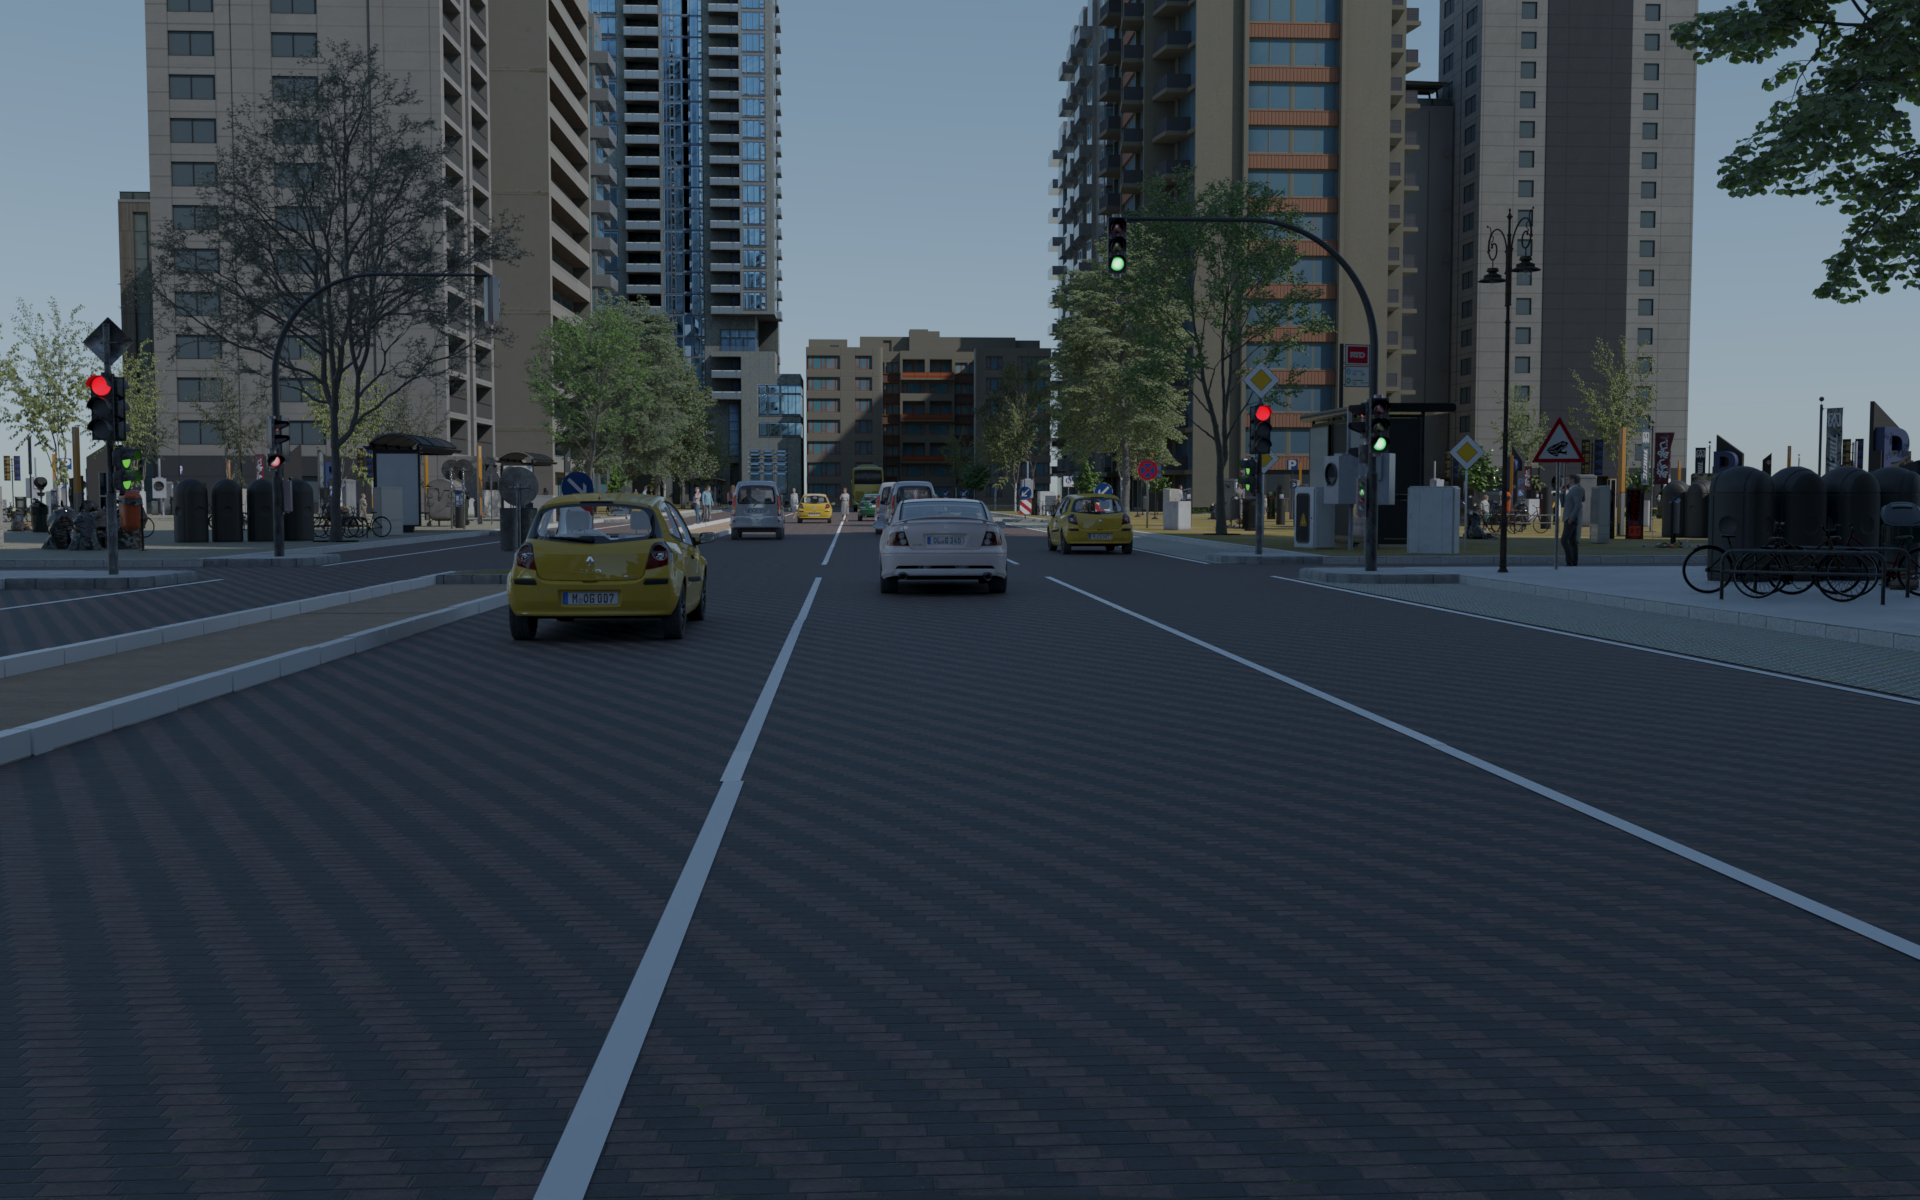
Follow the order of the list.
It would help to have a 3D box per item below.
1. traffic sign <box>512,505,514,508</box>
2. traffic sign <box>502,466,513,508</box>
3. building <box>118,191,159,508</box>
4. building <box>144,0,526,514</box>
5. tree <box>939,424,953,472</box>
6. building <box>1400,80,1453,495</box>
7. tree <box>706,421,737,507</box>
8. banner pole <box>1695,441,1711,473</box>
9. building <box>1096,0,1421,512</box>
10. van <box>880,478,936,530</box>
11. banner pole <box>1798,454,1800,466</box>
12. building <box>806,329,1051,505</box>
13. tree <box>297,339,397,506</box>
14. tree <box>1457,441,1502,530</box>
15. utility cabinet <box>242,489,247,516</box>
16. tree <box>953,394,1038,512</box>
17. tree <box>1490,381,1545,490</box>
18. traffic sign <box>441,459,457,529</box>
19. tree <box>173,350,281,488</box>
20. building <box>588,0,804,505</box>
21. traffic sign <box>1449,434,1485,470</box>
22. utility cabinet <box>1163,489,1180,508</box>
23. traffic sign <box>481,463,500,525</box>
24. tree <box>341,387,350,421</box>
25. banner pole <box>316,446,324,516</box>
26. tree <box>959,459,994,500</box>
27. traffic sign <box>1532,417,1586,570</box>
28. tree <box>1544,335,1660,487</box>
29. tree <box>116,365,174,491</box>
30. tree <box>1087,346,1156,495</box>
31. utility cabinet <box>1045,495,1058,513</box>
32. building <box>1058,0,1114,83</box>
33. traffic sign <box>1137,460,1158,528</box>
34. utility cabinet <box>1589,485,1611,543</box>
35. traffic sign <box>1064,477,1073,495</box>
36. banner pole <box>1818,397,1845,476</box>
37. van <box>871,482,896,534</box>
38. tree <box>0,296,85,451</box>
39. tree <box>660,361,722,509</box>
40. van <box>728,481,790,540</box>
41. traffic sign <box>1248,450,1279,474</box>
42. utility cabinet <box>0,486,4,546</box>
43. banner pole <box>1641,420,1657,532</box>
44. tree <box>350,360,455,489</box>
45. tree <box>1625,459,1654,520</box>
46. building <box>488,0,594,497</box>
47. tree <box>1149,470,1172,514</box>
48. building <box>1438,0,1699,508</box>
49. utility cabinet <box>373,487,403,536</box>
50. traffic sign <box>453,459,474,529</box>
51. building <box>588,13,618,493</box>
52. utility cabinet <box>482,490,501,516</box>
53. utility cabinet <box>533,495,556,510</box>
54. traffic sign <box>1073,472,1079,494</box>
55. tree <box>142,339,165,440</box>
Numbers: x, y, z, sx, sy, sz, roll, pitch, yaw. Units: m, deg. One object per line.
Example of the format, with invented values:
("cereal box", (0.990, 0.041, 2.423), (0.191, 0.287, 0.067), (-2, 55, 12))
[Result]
("traffic sign", (-20.929, -4.955, 81.116), (0.768, 2.556, 0.104), (0, 4, -1))
("traffic sign", (-20.444, -4.814, 78.808), (0.768, 2.556, 0.104), (0, 4, -1))
("building", (-71.281, -24.225, 167.786), (14.107, 30.474, 14.160), (0, 4, -3))
("building", (-41.499, -41.636, 119.001), (20.563, 71.187, 20.611), (0, 4, -3))
("tree", (-0.185, -14.234, 183.082), (4.737, 8.622, 4.395), (0, 3, 0))
("building", (40.152, -29.994, 174.002), (14.086, 41.232, 14.154), (0, 4, -3))
("tree", (-24.717, -13.742, 175.042), (4.737, 8.622, 4.395), (0, 3, 0))
("banner pole", (35.068, -5.606, 81.675), (0.863, 3.779, 0.401), (2, 4, 26))
("building", (22.434, -29.364, 134.728), (22.147, 44.769, 28.867), (0, 4, -3))
("van", (-1.672, -3.148, 58.476), (2.013, 2.044, 4.112), (0, 4, -5))
("banner pole", (52.430, -7.232, 108.265), (0.401, 3.779, 0.863), (2, 4, 32))
("building", (-4.475, -22.809, 217.960), (28.899, 21.520, 27.650), (0, 4, -3))
("tree", (-27.344, -7.717, 76.540), (4.737, 8.622, 4.395), (0, 3, 0))
("tree", (19.022, -4.181, 62.953), (1.663, 3.219, 1.824), (0, 3, 0))
("utility cabinet", (-30.014, -3.933, 72.989), (0.318, 1.500, 1.173), (-1, 4, -18))
("tree", (2.815, -11.123, 132.221), (4.737, 8.622, 4.395), (0, 3, 0))
("tree", (36.120, -9.858, 111.534), (4.737, 8.622, 4.395), (0, 3, 0))
("traffic sign", (-18.709, -3.889, 63.696), (0.768, 2.556, 0.104), (0, 4, 5))
("tree", (-36.361, -8.335, 86.646), (4.360, 8.622, 3.978), (0, 3, 0))
("building", (-34.915, -54.983, 211.637), (31.000, 86.520, 22.319), (0, 4, -3))
("traffic sign", (11.155, -2.346, 38.084), (0.795, 2.593, 0.064), (0, 4, 2))
("utility cabinet", (8.661, -3.806, 70.907), (0.318, 1.500, 1.173), (2, 4, 27))
("traffic sign", (-19.652, -4.441, 72.619), (0.884, 2.594, 0.081), (0, 4, 0))
("tree", (-34.187, -9.288, 102.213), (4.360, 8.622, 3.978), (0, 3, 0))
("banner pole", (-33.094, -6.092, 89.620), (0.401, 3.779, 0.863), (-3, 5, -44))
("tree", (1.552, -10.965, 162.987), (4.285, 4.588, 4.351), (0, 3, 0))
("traffic sign", (10.129, -1.796, 29.362), (0.884, 2.594, 0.081), (0, 4, 6))
("tree", (30.150, -7.895, 79.451), (4.737, 8.622, 4.395), (0, 3, 0))
("tree", (-47.137, -9.142, 99.841), (4.360, 8.622, 3.978), (0, 3, 0))
("tree", (7.963, -8.183, 84.157), (4.737, 8.622, 4.395), (0, 3, 0))
("utility cabinet", (5.538, -5.685, 104.111), (0.306, 1.237, 1.020), (-3, 4, -38))
("building", (21.239, -33.308, 164.186), (23.786, 49.044, 30.456), (0, 4, -3))
("traffic sign", (7.027, -3.964, 64.924), (0.768, 2.556, 0.104), (0, 4, 1))
("utility cabinet", (16.645, -2.227, 45.087), (0.318, 1.500, 1.173), (1, 4, 10))
("traffic sign", (6.248, -5.974, 99.802), (0.606, 2.300, 0.079), (0, 4, -1))
("banner pole", (22.213, -3.323, 44.346), (0.401, 3.779, 0.863), (-2, 4, -26))
("van", (-2.251, -3.423, 62.985), (2.013, 2.044, 4.112), (0, 4, -2))
("tree", (-33.464, -6.933, 63.713), (4.737, 8.622, 4.395), (0, 3, 0))
("tree", (-23.879, -13.959, 146.357), (7.486, 12.596, 7.792), (0, 3, 0))
("van", (-6.493, -2.982, 55.768), (2.013, 2.044, 4.112), (0, 4, -5))
("traffic sign", (7.884, -2.761, 44.869), (0.795, 2.593, 0.064), (0, 4, 4))
("utility cabinet", (-23.663, -2.065, 42.442), (0.318, 1.500, 1.173), (-2, 4, -24))
("banner pole", (23.189, -4.182, 58.390), (0.863, 3.779, 0.401), (-3, 4, -36))
("tree", (-30.403, -8.876, 95.489), (4.360, 8.622, 3.978), (0, 3, 0))
("tree", (34.202, -5.634, 86.721), (1.663, 3.219, 1.824), (0, 3, 0))
("building", (-42.337, -31.624, 140.746), (21.300, 48.544, 21.600), (0, 4, -3))
("tree", (12.403, -7.043, 109.747), (1.663, 3.219, 1.824), (0, 3, 0))
("building", (57.676, -44.800, 170.732), (20.611, 71.187, 20.563), (0, 4, -3))
("utility cabinet", (-17.528, -2.713, 53.039), (0.318, 1.500, 1.173), (1, 4, 13))
("traffic sign", (-18.097, -3.854, 63.123), (0.768, 2.556, 0.104), (0, 4, 2))
("building", (-48.366, -33.270, 163.574), (30.456, 49.044, 23.786), (0, 4, -3))
("utility cabinet", (-26.714, -5.499, 98.584), (0.318, 1.500, 1.173), (2, 4, 34))
("utility cabinet", (-18.740, -4.094, 78.101), (1.020, 1.237, 0.306), (1, 4, 15))
("traffic sign", (6.671, -5.949, 97.367), (0.768, 2.556, 0.104), (0, 4, 3))
("tree", (-37.558, -7.784, 77.636), (4.737, 8.622, 4.395), (0, 3, 0))
